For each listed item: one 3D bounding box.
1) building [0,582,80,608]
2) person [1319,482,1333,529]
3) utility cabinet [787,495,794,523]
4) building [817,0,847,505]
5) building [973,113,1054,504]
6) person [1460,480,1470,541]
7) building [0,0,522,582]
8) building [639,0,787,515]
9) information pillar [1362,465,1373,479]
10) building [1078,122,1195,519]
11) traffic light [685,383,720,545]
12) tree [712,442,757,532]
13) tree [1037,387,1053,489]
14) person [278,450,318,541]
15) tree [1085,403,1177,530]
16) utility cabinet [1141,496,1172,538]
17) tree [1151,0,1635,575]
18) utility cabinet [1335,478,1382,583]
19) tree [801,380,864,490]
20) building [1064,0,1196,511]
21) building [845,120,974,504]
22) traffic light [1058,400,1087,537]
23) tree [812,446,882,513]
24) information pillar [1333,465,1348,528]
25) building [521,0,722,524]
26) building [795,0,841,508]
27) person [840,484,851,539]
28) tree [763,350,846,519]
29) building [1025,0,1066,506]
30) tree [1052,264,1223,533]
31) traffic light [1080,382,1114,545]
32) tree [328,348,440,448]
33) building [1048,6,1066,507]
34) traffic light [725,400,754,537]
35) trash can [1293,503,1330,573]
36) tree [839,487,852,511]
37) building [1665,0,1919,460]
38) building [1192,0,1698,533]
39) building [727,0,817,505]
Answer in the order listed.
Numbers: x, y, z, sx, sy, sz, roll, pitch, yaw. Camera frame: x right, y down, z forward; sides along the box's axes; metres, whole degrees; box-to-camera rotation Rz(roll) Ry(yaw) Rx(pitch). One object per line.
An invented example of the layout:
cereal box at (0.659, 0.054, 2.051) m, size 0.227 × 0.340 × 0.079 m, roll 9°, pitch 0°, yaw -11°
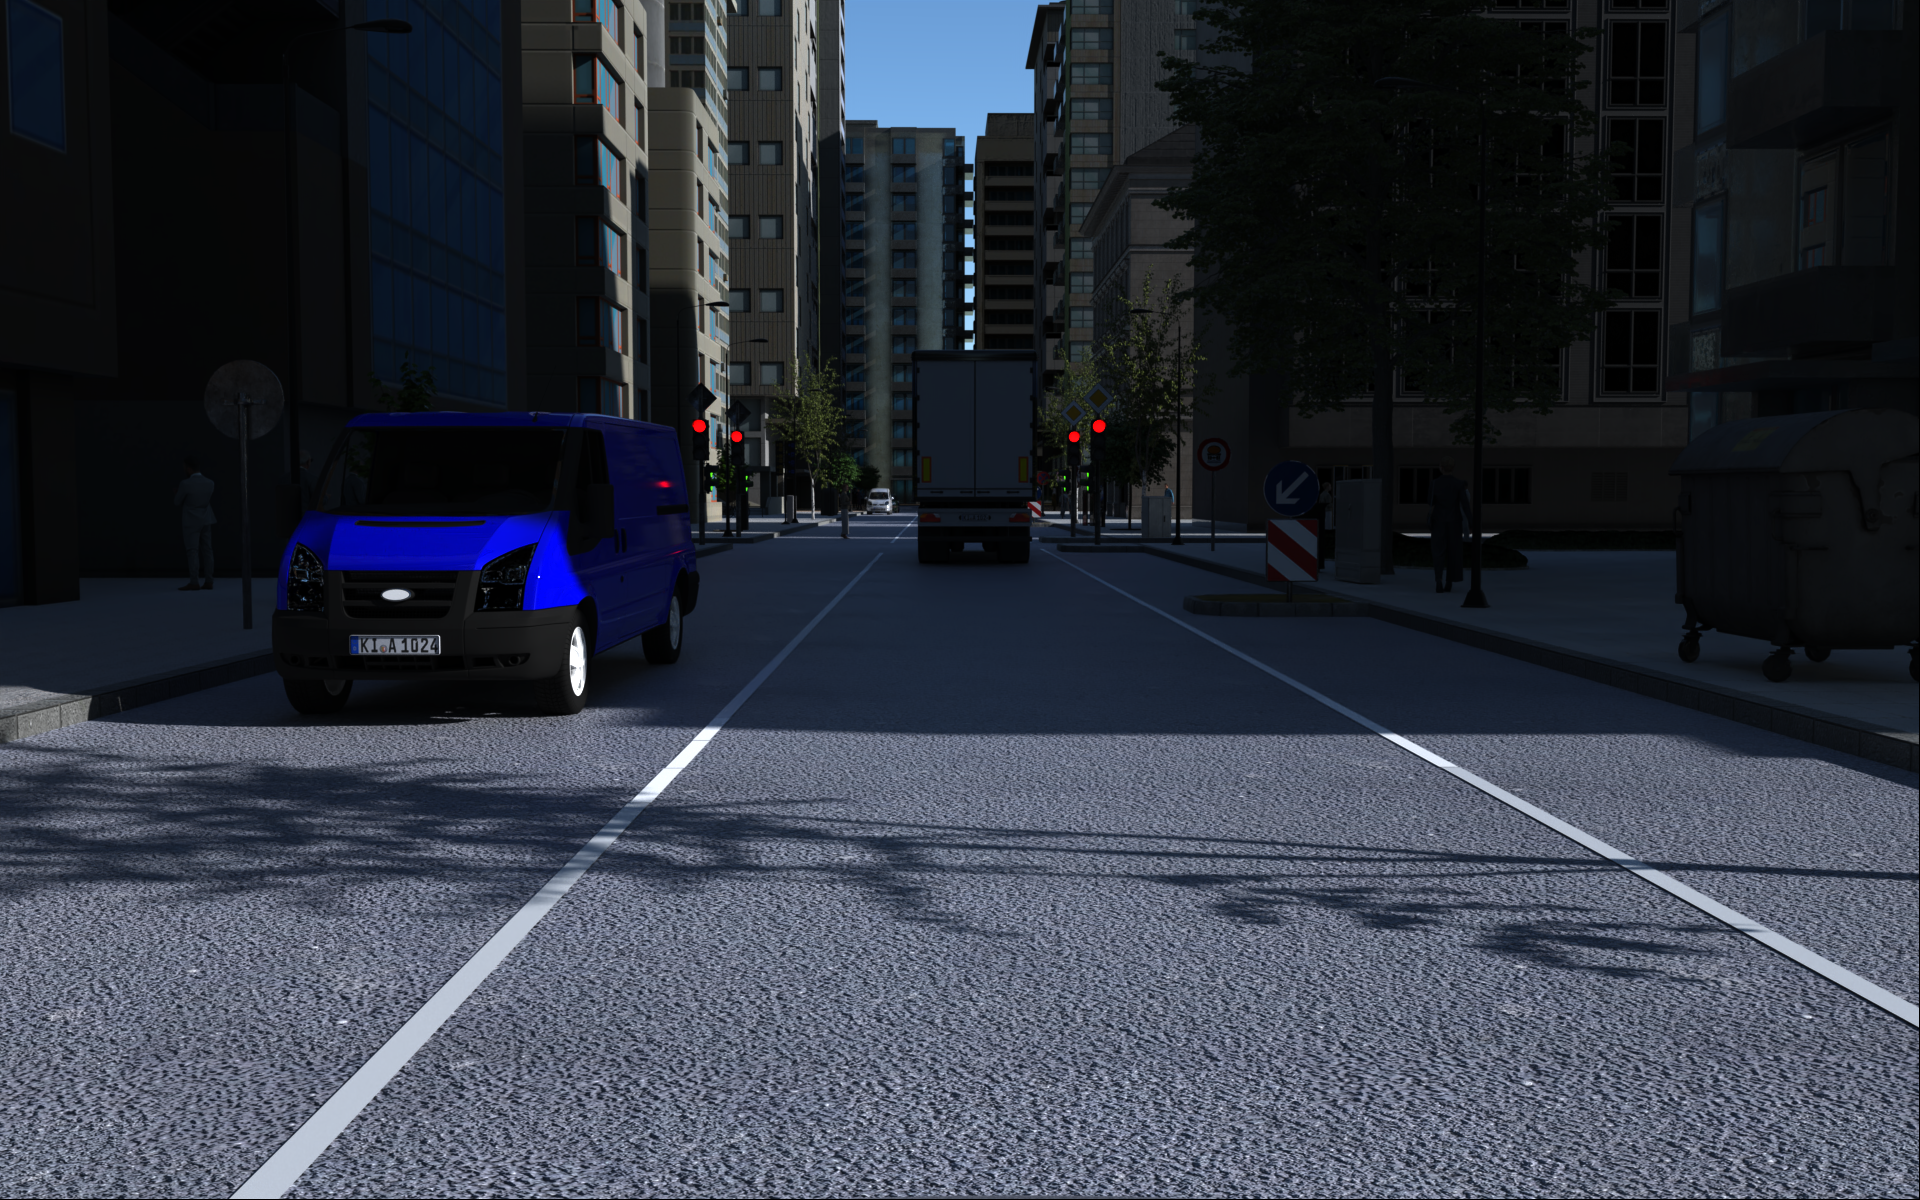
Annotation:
building at (-17.105, -22.182, 12.786) m, size 14.600 × 45.320 × 14.200 m, roll 0°, pitch 4°, yaw -1°
person at (10.214, -2.389, 48.111) m, size 0.362 × 1.759 × 0.519 m, roll -1°, pitch 4°, yaw -16°
utility cabinet at (-7.568, -4.084, 77.931) m, size 0.306 × 1.237 × 1.020 m, roll 0°, pitch 4°, yaw 3°
building at (-26.652, -39.510, 187.982) m, size 28.212 × 58.520 × 21.231 m, roll 0°, pitch 4°, yaw -1°
building at (12.475, -36.700, 223.741) m, size 21.600 × 48.544 × 21.300 m, roll 0°, pitch 4°, yaw -1°
person at (13.396, -2.298, 46.254) m, size 0.466 × 1.800 × 0.511 m, roll 0°, pitch 3°, yaw 0°
building at (-17.091, -23.366, 32.148) m, size 14.200 × 45.320 × 14.600 m, roll 0°, pitch 4°, yaw -1°
building at (-27.861, -25.629, 110.911) m, size 32.217 × 40.220 × 23.993 m, roll 0°, pitch 4°, yaw -1°
information pillar at (10.443, -2.422, 44.097) m, size 0.304 × 2.012 × 0.304 m, roll -2°, pitch 4°, yaw -34°
building at (12.682, -15.657, 106.899) m, size 10.553 × 20.767 × 40.483 m, roll 0°, pitch 4°, yaw -1°
traffic light at (-6.495, -3.345, 43.615) m, size 0.839 × 4.253 × 0.868 m, roll 0°, pitch 4°, yaw -1°
tree at (-8.006, -3.944, 59.082) m, size 1.663 × 3.219 × 1.824 m, roll 0°, pitch 3°, yaw 0°
tree at (5.616, -8.161, 83.797) m, size 4.737 × 8.622 × 4.395 m, roll 0°, pitch 3°, yaw 0°
person at (-7.756, -0.876, 20.535) m, size 0.661 × 1.801 × 0.590 m, roll 1°, pitch 4°, yaw 14°
tree at (6.083, -4.775, 61.792) m, size 4.285 × 4.588 × 4.351 m, roll 0°, pitch 3°, yaw 0°
utility cabinet at (5.808, -2.444, 51.123) m, size 1.020 × 1.237 × 0.306 m, roll -3°, pitch 5°, yaw -42°
tree at (6.427, -6.701, 27.685) m, size 7.486 × 12.596 × 7.792 m, roll 0°, pitch 3°, yaw 0°
utility cabinet at (5.755, -1.005, 25.113) m, size 0.318 × 1.500 × 1.173 m, roll 0°, pitch 4°, yaw -6°
tree at (-8.327, -9.773, 110.158) m, size 4.360 × 8.622 × 3.978 m, roll 0°, pitch 3°, yaw 0°
building at (15.013, -27.554, 134.096) m, size 14.154 × 41.232 × 14.086 m, roll 0°, pitch 4°, yaw -1°
building at (-13.565, -36.998, 224.532) m, size 30.456 × 49.044 × 23.786 m, roll 0°, pitch 4°, yaw -1°
traffic light at (3.367, -3.842, 51.736) m, size 0.839 × 4.253 × 0.868 m, roll 0°, pitch 4°, yaw -1°
tree at (-8.149, -8.122, 116.501) m, size 4.285 × 4.588 × 4.351 m, roll 0°, pitch 3°, yaw 0°
information pillar at (9.725, -2.435, 44.301) m, size 0.304 × 2.012 × 0.304 m, roll 2°, pitch 4°, yaw 28°
building at (-25.127, -13.656, 68.316) m, size 27.650 × 21.520 × 28.899 m, roll 0°, pitch 4°, yaw -1°
building at (-21.854, -44.404, 164.260) m, size 20.563 × 71.187 × 20.611 m, roll 0°, pitch 4°, yaw -1°
person at (-3.672, -2.858, 55.774) m, size 0.362 × 1.759 × 0.519 m, roll -1°, pitch 4°, yaw -9°
tree at (-7.598, -8.392, 87.579) m, size 4.737 × 8.622 × 4.395 m, roll 0°, pitch 3°, yaw 0°
building at (21.984, -36.462, 185.388) m, size 28.713 × 52.752 × 27.495 m, roll 0°, pitch 4°, yaw -1°
tree at (6.212, -6.497, 56.582) m, size 4.737 × 8.622 × 4.395 m, roll 0°, pitch 3°, yaw 0°
traffic light at (3.465, -3.354, 43.752) m, size 0.839 × 4.253 × 0.868 m, roll 0°, pitch 4°, yaw -1°
tree at (-7.316, -1.748, 23.186) m, size 1.663 × 3.219 × 1.824 m, roll 0°, pitch 3°, yaw 0°
building at (20.026, -32.816, 156.149) m, size 23.786 × 49.044 × 30.456 m, roll 0°, pitch 4°, yaw -1°
traffic light at (-6.593, -3.834, 51.599) m, size 0.839 × 4.253 × 0.868 m, roll 0°, pitch 4°, yaw -1°
trash can at (5.675, -1.024, 28.392) m, size 0.748 × 1.137 × 0.748 m, roll 0°, pitch 3°, yaw 0°
tree at (-9.237, -8.578, 134.853) m, size 1.663 × 3.219 × 1.824 m, roll 0°, pitch 3°, yaw 0°
building at (24.041, -24.501, 20.206) m, size 23.786 × 49.044 × 30.456 m, roll 0°, pitch 4°, yaw -1°
building at (21.247, -16.395, 61.558) m, size 24.014 × 27.812 × 14.314 m, roll 0°, pitch 4°, yaw -1°
building at (-25.843, -33.732, 140.764) m, size 28.713 × 52.752 × 27.495 m, roll 0°, pitch 4°, yaw -1°
